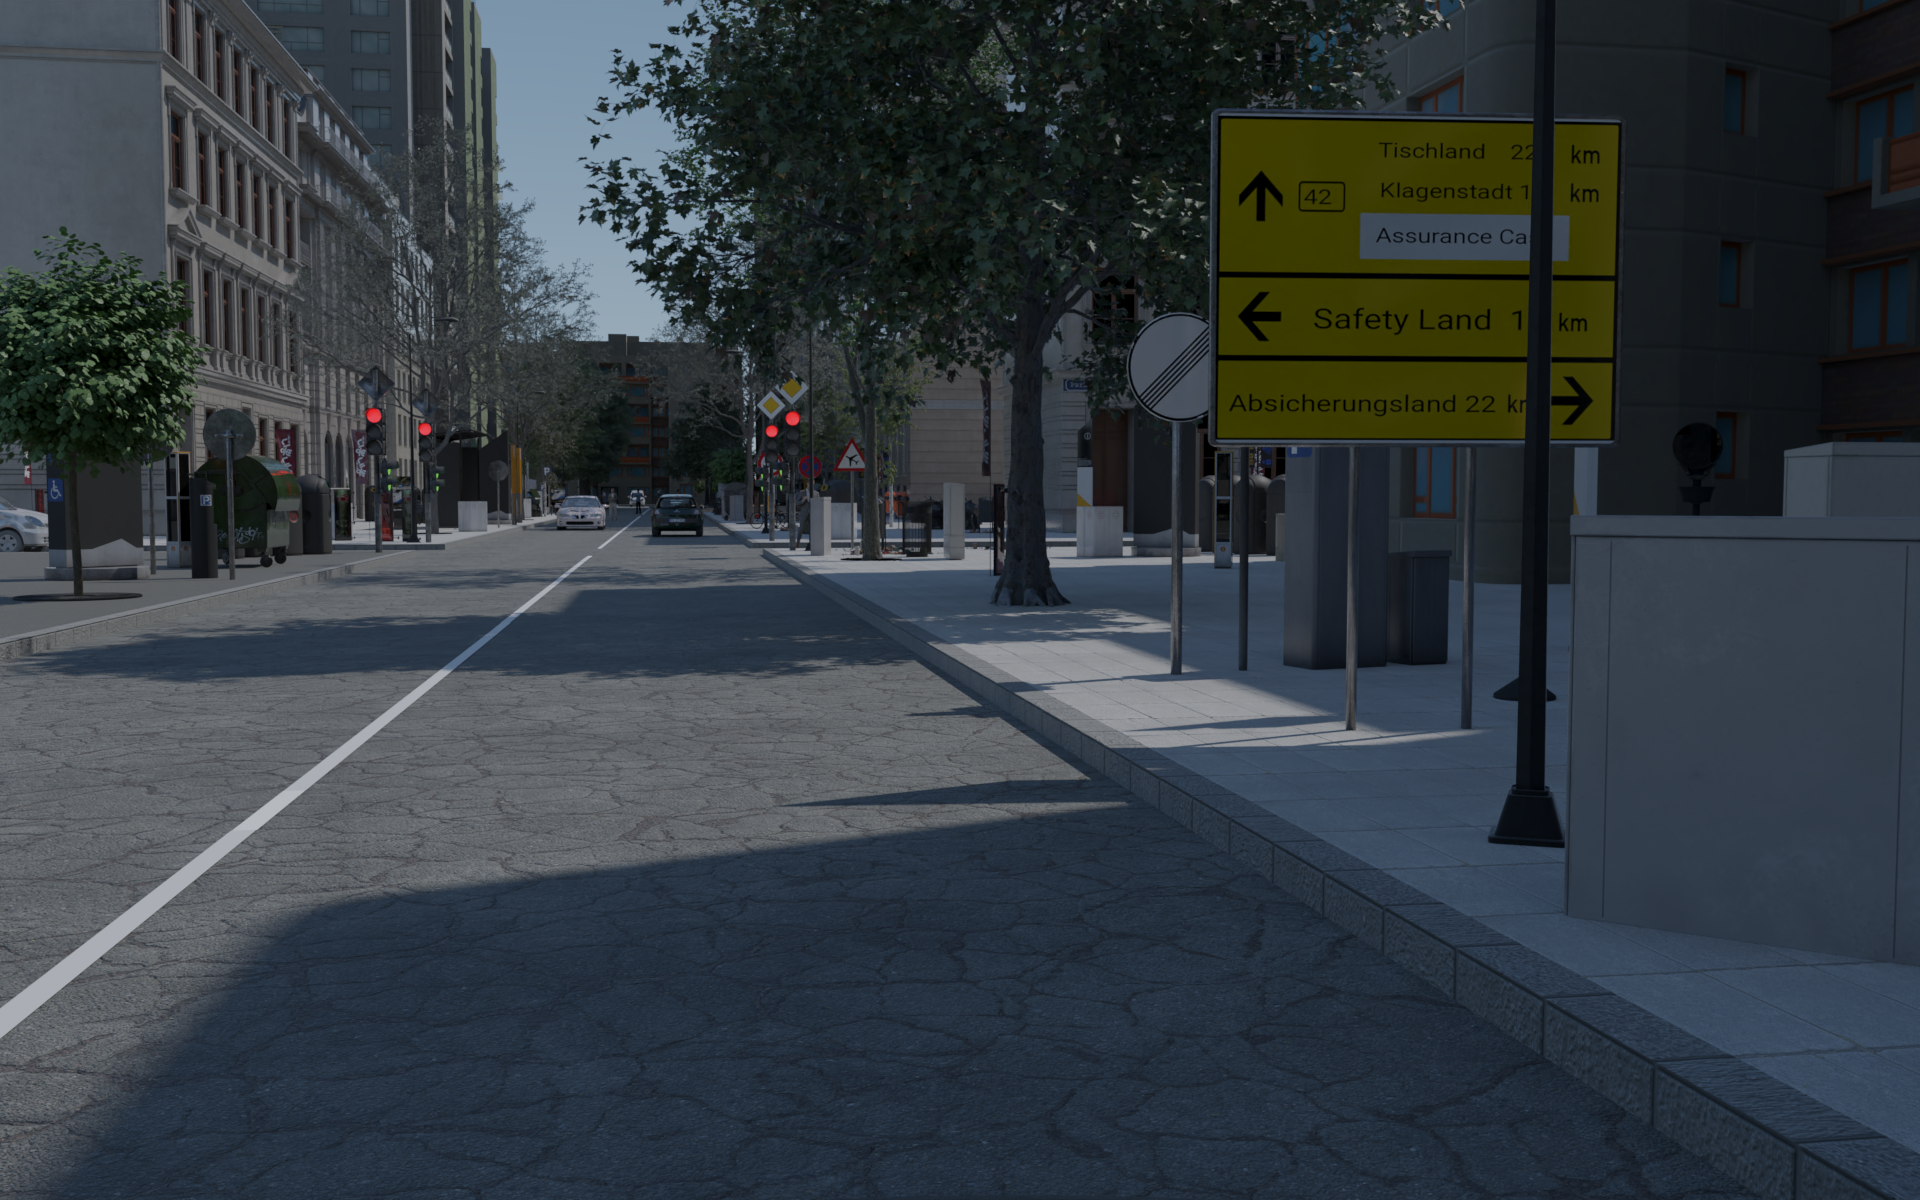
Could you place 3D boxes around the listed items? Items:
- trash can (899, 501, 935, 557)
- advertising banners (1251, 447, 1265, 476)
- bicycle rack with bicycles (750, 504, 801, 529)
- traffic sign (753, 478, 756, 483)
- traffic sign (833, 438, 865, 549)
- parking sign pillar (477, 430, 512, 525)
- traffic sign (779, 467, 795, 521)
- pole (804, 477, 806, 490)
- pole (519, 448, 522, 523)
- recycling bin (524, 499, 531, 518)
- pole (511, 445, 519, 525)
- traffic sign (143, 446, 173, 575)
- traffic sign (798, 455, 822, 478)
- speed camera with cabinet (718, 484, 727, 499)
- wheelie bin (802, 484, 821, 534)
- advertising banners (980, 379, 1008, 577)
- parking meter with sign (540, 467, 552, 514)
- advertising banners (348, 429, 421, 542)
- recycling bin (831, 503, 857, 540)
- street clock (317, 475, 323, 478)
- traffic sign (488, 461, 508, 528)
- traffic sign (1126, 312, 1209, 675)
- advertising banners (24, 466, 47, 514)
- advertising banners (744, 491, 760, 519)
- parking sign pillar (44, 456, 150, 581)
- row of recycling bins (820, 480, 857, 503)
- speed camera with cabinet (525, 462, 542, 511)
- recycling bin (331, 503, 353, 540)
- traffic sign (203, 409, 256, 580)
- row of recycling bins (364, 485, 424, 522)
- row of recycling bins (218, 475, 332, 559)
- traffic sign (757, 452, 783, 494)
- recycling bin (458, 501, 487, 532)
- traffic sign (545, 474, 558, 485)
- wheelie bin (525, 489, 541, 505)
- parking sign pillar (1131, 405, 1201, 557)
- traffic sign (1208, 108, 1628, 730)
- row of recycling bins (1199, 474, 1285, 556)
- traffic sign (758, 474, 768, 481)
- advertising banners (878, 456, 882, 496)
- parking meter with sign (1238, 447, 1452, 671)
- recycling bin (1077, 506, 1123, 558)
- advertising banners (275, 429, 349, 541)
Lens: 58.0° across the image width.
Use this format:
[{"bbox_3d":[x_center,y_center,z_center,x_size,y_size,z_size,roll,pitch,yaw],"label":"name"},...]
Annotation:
[{"bbox_3d":[-0.880,-1.452,35.398,0.748,1.137,0.748,0,3,0],"label":"trash can"},{"bbox_3d":[8.406,-3.484,53.157,2.074,3.025,0.090,1,4,9],"label":"advertising banners"},{"bbox_3d":[-6.336,-3.098,64.039,2.925,0.926,2.852,-1,4,-20],"label":"bicycle rack with bicycles"},{"bbox_3d":[-13.908,-7.012,114.744,0.768,2.556,0.104,0,4,-1],"label":"traffic sign"},{"bbox_3d":[-2.498,-2.453,40.114,0.884,2.594,0.081,0,4,-4],"label":"traffic sign"},{"bbox_3d":[-19.649,-5.173,73.046,1.447,3.967,1.447,0,3,0],"label":"parking sign pillar"},{"bbox_3d":[-8.080,-4.939,80.853,0.768,2.556,0.104,0,4,-1],"label":"traffic sign"},{"bbox_3d":[-10.751,-7.735,120.307,0.158,3.312,0.155,0,3,0],"label":"pole"},{"bbox_3d":[-19.509,-5.065,76.663,0.158,3.312,0.155,0,3,0],"label":"pole"},{"bbox_3d":[-23.312,-4.866,92.113,0.722,1.027,0.722,2,4,33],"label":"recycling bin"},{"bbox_3d":[-18.521,-4.773,71.889,0.158,3.312,0.155,0,3,0],"label":"pole"},{"bbox_3d":[-12.870,-1.679,27.557,0.768,2.556,0.104,0,4,-6],"label":"traffic sign"},{"bbox_3d":[-4.890,-3.452,56.546,0.768,2.556,0.104,0,4,-5],"label":"traffic sign"},{"bbox_3d":[-14.584,-7.190,111.890,2.038,3.252,0.660,1,4,19],"label":"speed camera with cabinet"},{"bbox_3d":[-4.649,-2.886,55.096,0.693,1.594,0.980,-3,5,-41],"label":"wheelie bin"},{"bbox_3d":[0.628,-1.901,27.277,0.090,3.025,2.074,1,4,18],"label":"advertising banners"},{"bbox_3d":[-26.772,-7.047,111.476,0.543,3.016,1.738,0,4,2],"label":"parking meter with sign"},{"bbox_3d":[-15.510,-3.093,46.756,2.074,3.025,0.090,1,4,16],"label":"advertising banners"},{"bbox_3d":[-3.313,-2.229,48.995,0.722,1.027,0.722,0,4,4],"label":"recycling bin"},{"bbox_3d":[-24.991,-3.843,67.410,0.471,2.002,0.358,-2,4,-27],"label":"street clock"},{"bbox_3d":[-17.592,-4.029,65.985,0.768,2.556,0.104,0,4,-3],"label":"traffic sign"},{"bbox_3d":[1.538,-0.742,12.240,0.768,2.556,0.104,0,4,-8],"label":"traffic sign"},{"bbox_3d":[-26.518,-3.285,49.902,0.090,3.025,2.074,0,4,-4],"label":"advertising banners"},{"bbox_3d":[-10.500,-5.707,89.500,0.090,3.025,2.074,-3,5,-44],"label":"advertising banners"},{"bbox_3d":[-13.086,-2.305,26.165,1.447,3.967,1.447,2,4,28],"label":"parking sign pillar"},{"bbox_3d":[-3.600,-2.728,51.715,1.069,1.692,3.534,-1,4,-8],"label":"row of recycling bins"},{"bbox_3d":[-26.404,-6.905,107.231,0.660,3.252,2.038,-2,4,-28],"label":"speed camera with cabinet"},{"bbox_3d":[-17.460,-2.190,48.353,0.722,1.027,0.722,1,4,16],"label":"recycling bin"},{"bbox_3d":[-10.902,-1.576,25.875,0.768,2.556,0.104,0,4,-7],"label":"traffic sign"},{"bbox_3d":[-26.169,-4.531,81.202,3.534,1.692,1.069,0,4,2],"label":"row of recycling bins"},{"bbox_3d":[-14.300,-1.744,35.625,1.069,1.692,3.534,1,4,17],"label":"row of recycling bins"},{"bbox_3d":[-5.577,-3.115,51.031,0.768,2.556,0.104,0,4,0],"label":"traffic sign"},{"bbox_3d":[-16.640,-2.850,59.151,0.722,1.027,0.722,3,5,41],"label":"recycling bin"},{"bbox_3d":[-24.628,-6.378,104.385,0.768,2.556,0.104,-1,4,-8],"label":"traffic sign"},{"bbox_3d":[-25.071,-5.730,101.593,0.693,1.594,0.980,1,4,22],"label":"wheelie bin"},{"bbox_3d":[4.264,-2.892,35.756,1.447,3.967,1.447,1,4,19],"label":"parking sign pillar"},{"bbox_3d":[2.451,-0.946,9.343,2.265,3.308,0.079,0,4,-4],"label":"traffic sign"},{"bbox_3d":[6.184,-1.854,37.420,1.069,1.692,3.534,-2,4,-26],"label":"row of recycling bins"},{"bbox_3d":[-9.642,-5.232,85.552,0.884,2.594,0.081,0,4,-3],"label":"traffic sign"},{"bbox_3d":[-3.820,-5.125,79.983,0.090,3.025,2.074,-1,4,-12],"label":"advertising banners"},{"bbox_3d":[2.819,-1.013,12.822,1.738,3.016,0.543,-1,4,-23],"label":"parking meter with sign"},{"bbox_3d":[2.853,-1.395,35.366,0.722,1.027,0.722,-2,4,-26],"label":"recycling bin"},{"bbox_3d":[-17.485,-3.106,46.970,2.074,3.025,0.090,-3,4,-37],"label":"advertising banners"}]
